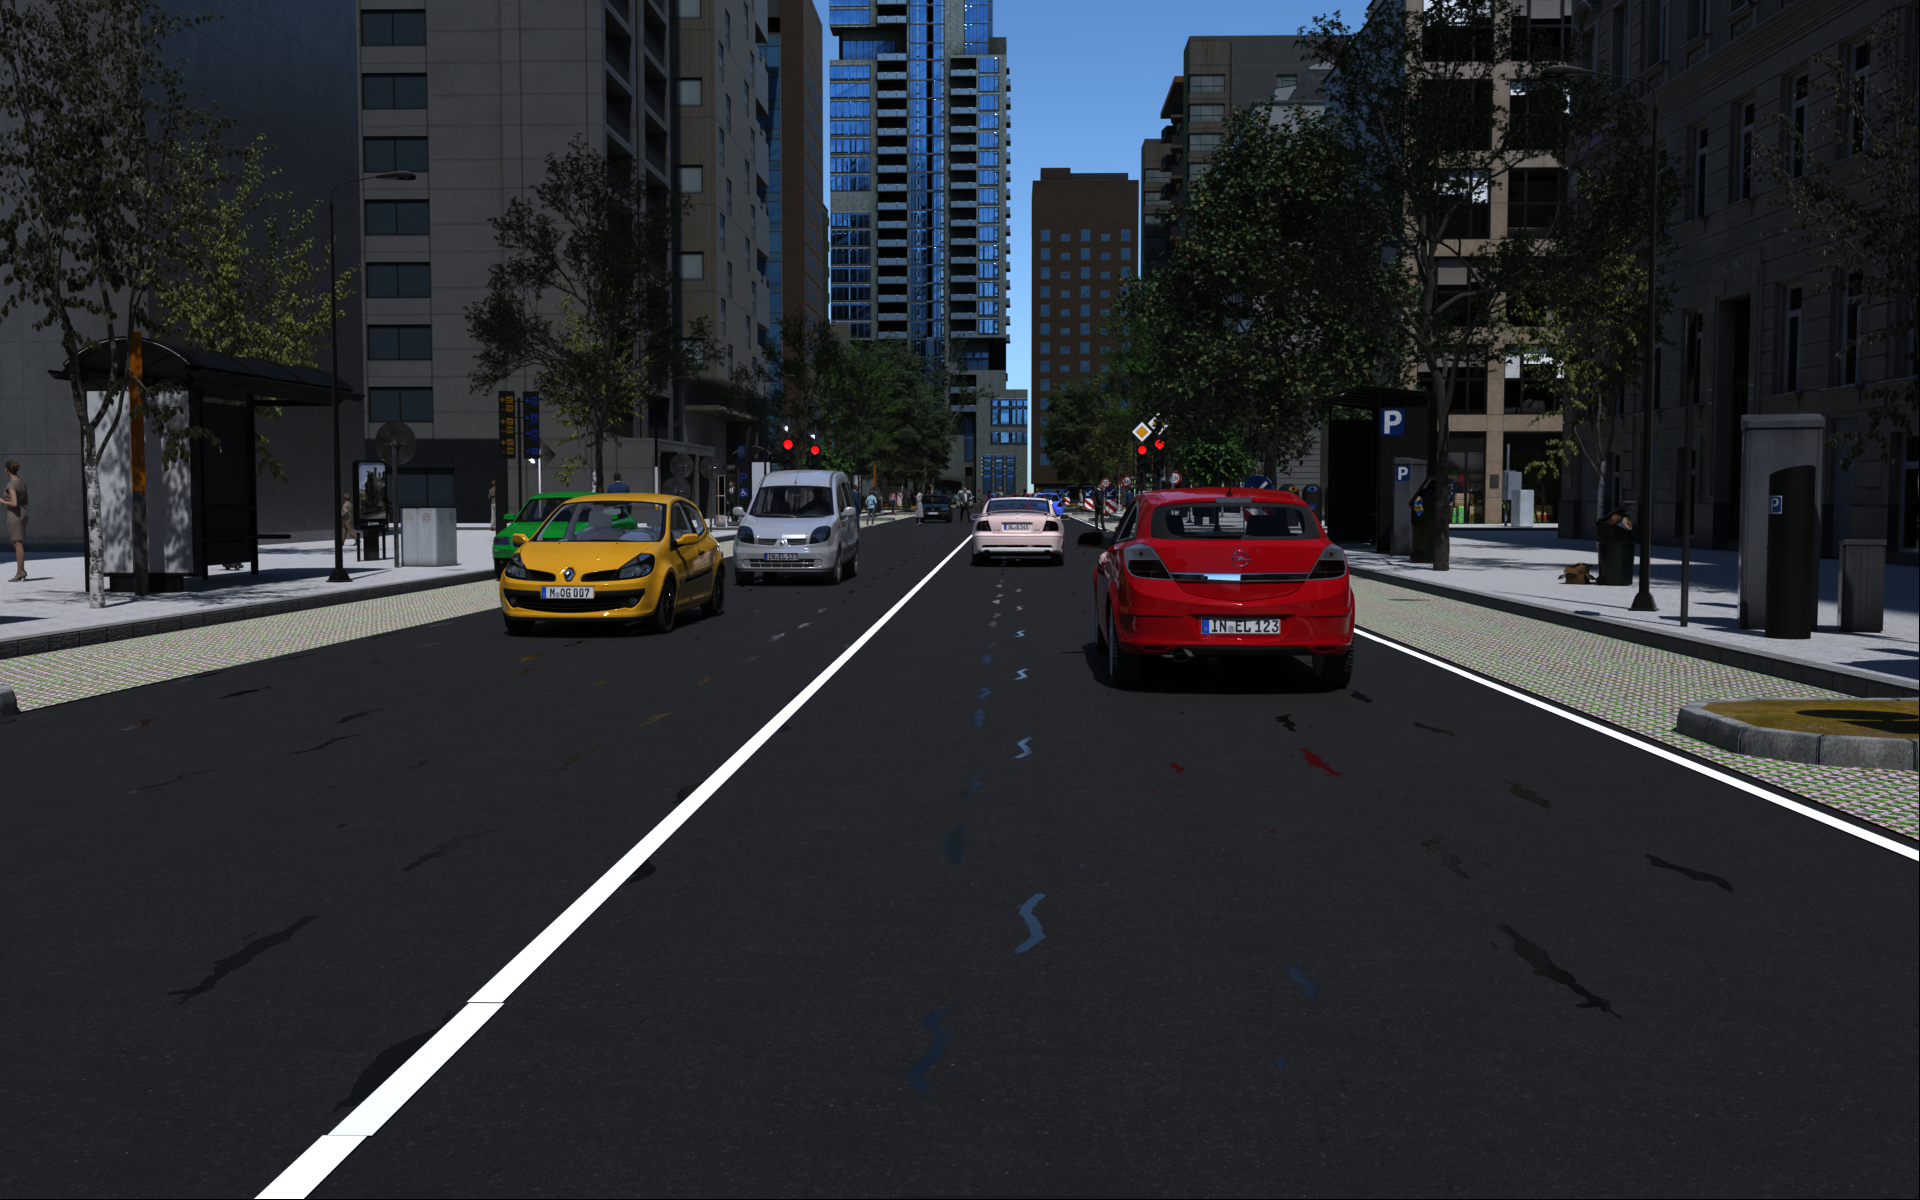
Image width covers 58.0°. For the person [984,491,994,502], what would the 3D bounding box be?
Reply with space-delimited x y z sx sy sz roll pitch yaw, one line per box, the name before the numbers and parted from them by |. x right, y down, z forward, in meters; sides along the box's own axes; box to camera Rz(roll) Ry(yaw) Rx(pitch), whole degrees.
person | 2.450 -8.457 147.459 1.217 1.739 0.721 -1 4 -16

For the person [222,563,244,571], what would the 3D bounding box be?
person | -12.571 -1.361 28.508 0.699 1.804 1.509 3 5 41

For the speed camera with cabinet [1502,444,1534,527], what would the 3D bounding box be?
speed camera with cabinet | 21.821 -4.486 67.687 0.660 3.252 2.038 0 4 -1

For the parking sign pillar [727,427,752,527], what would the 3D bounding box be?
parking sign pillar | -8.562 -4.927 69.036 1.447 3.967 1.447 0 4 -1

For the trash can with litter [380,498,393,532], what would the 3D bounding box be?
trash can with litter | -19.755 -2.897 58.754 0.624 1.170 1.055 1 4 23

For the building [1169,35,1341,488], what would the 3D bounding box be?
building | 27.186 -29.044 158.468 14.154 41.232 14.086 0 4 2

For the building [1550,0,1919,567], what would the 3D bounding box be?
building | 22.757 -14.701 37.620 12.463 27.353 25.104 0 4 2

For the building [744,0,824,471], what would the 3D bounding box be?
building | -19.476 -30.567 149.873 14.600 45.320 14.200 0 4 2

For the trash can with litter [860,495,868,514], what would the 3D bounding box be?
trash can with litter | -6.753 -6.521 117.670 2.233 1.210 1.678 3 4 38

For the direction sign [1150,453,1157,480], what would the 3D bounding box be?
direction sign | 10.827 -6.402 96.673 0.379 3.537 0.876 2 4 34

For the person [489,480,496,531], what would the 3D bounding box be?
person | -16.152 -3.288 60.344 0.519 1.759 0.362 2 4 35

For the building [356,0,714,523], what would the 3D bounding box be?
building | -23.109 -39.507 84.192 20.563 71.187 20.611 0 4 2

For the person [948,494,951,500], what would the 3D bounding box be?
person | -1.154 -10.560 184.390 0.421 1.427 0.697 -2 4 -25

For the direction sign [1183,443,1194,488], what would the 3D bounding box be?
direction sign | 10.171 -5.176 76.627 0.379 3.537 0.876 -3 4 -39

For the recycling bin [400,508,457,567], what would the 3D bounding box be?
recycling bin | -9.457 -1.119 30.845 0.722 1.027 0.722 1 4 15

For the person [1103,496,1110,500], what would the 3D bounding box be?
person | 12.677 -8.640 147.437 0.705 1.807 1.348 3 5 44

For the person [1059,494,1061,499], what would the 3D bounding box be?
person | 10.742 -10.646 185.781 0.599 1.433 0.991 -1 4 -22

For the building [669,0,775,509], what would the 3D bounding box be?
building | -28.322 -32.574 121.822 28.713 52.752 27.495 0 4 2

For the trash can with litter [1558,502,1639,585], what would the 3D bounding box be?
trash can with litter | 8.998 -0.798 24.433 1.055 1.170 0.624 3 4 36

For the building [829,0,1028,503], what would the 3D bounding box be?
building | -6.000 -56.936 243.576 31.000 86.520 22.319 0 4 2

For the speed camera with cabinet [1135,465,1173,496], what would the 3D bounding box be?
speed camera with cabinet | 10.530 -6.097 94.028 2.038 3.252 0.660 -1 4 -18

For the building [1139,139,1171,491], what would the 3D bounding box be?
building | 27.949 -31.711 202.063 14.154 41.232 14.086 0 4 2

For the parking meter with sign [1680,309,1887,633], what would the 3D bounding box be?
parking meter with sign | 7.773 -1.230 16.367 1.738 3.016 0.543 1 4 21

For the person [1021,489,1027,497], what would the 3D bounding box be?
person | 5.745 -8.926 154.072 0.705 1.869 1.348 3 4 38

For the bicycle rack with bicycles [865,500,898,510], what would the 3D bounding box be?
bicycle rack with bicycles | -6.375 -7.839 141.551 2.925 0.926 2.852 -1 4 -15

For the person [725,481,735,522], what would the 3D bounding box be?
person | -10.052 -4.325 76.539 0.659 1.850 0.755 0 4 2

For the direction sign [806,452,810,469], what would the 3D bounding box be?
direction sign | -8.195 -6.198 93.330 0.379 3.537 0.876 -1 4 -15

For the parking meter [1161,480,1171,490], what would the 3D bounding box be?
parking meter | 8.844 -4.200 74.377 0.255 1.863 0.399 -2 4 -27

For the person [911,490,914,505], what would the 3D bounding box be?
person | -5.217 -11.219 190.282 0.742 1.727 0.445 -2 4 -29

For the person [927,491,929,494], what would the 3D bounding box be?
person | -2.656 -8.407 146.667 1.217 1.743 0.721 -2 4 -25

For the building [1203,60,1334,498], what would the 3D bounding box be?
building | 24.815 -21.339 126.381 11.434 29.767 29.804 0 4 2

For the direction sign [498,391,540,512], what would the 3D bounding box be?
direction sign | -9.710 -2.827 38.215 0.876 3.537 0.379 -2 4 -27

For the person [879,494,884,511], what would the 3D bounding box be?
person | -5.932 -7.349 130.465 0.640 1.303 0.475 3 4 37

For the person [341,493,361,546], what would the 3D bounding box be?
person | -15.140 -1.987 42.803 0.640 1.303 0.475 -1 4 -10

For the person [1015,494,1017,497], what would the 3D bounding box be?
person | 5.636 -10.071 176.423 1.065 1.426 0.557 3 4 36

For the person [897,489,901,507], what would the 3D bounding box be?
person | -5.880 -9.903 168.625 0.621 1.740 0.551 1 4 9

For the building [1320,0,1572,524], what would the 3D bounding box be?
building | 36.074 -17.001 82.487 34.151 26.468 19.350 0 4 2

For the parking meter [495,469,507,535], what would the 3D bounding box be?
parking meter | -10.707 -2.121 40.397 0.255 1.863 0.399 -1 4 -15

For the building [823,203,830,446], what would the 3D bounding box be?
building | -20.137 -24.064 165.145 14.160 30.474 14.107 0 4 2

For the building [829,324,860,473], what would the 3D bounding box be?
building | -27.029 -21.592 198.067 28.899 21.520 27.650 0 4 2

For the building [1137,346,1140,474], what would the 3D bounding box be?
building | 31.228 -28.663 240.341 14.107 30.474 14.160 0 4 2

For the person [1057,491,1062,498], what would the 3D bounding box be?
person | 10.698 -11.010 188.520 0.705 1.822 1.348 -2 4 -28

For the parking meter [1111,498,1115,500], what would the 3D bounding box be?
parking meter | 10.773 -6.974 122.437 0.372 1.533 0.369 0 3 0

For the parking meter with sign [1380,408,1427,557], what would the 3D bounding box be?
parking meter with sign | 9.405 -2.434 36.064 0.543 3.016 1.738 3 5 42

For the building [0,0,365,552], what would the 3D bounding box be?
building | -32.404 -13.811 44.870 30.058 24.678 14.314 0 4 2

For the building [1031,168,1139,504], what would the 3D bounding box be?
building | 17.084 -36.105 240.427 14.200 45.320 14.600 0 4 2

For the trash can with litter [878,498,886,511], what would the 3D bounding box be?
trash can with litter | -6.324 -7.565 135.073 0.624 1.170 1.055 3 5 42

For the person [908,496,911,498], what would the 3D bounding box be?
person | -5.320 -10.396 175.880 0.599 1.838 0.709 -1 4 -20

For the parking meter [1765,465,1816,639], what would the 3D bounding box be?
parking meter | 7.389 -0.428 15.415 0.372 1.533 0.369 0 3 0

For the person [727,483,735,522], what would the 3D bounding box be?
person | -10.240 -4.397 78.214 0.520 1.790 0.573 -2 4 -28

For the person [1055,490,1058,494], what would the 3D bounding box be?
person | 8.879 -9.282 160.281 0.705 1.821 1.348 -1 4 -18

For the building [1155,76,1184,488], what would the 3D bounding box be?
building | 32.264 -32.148 180.251 22.147 44.769 28.867 0 4 2
